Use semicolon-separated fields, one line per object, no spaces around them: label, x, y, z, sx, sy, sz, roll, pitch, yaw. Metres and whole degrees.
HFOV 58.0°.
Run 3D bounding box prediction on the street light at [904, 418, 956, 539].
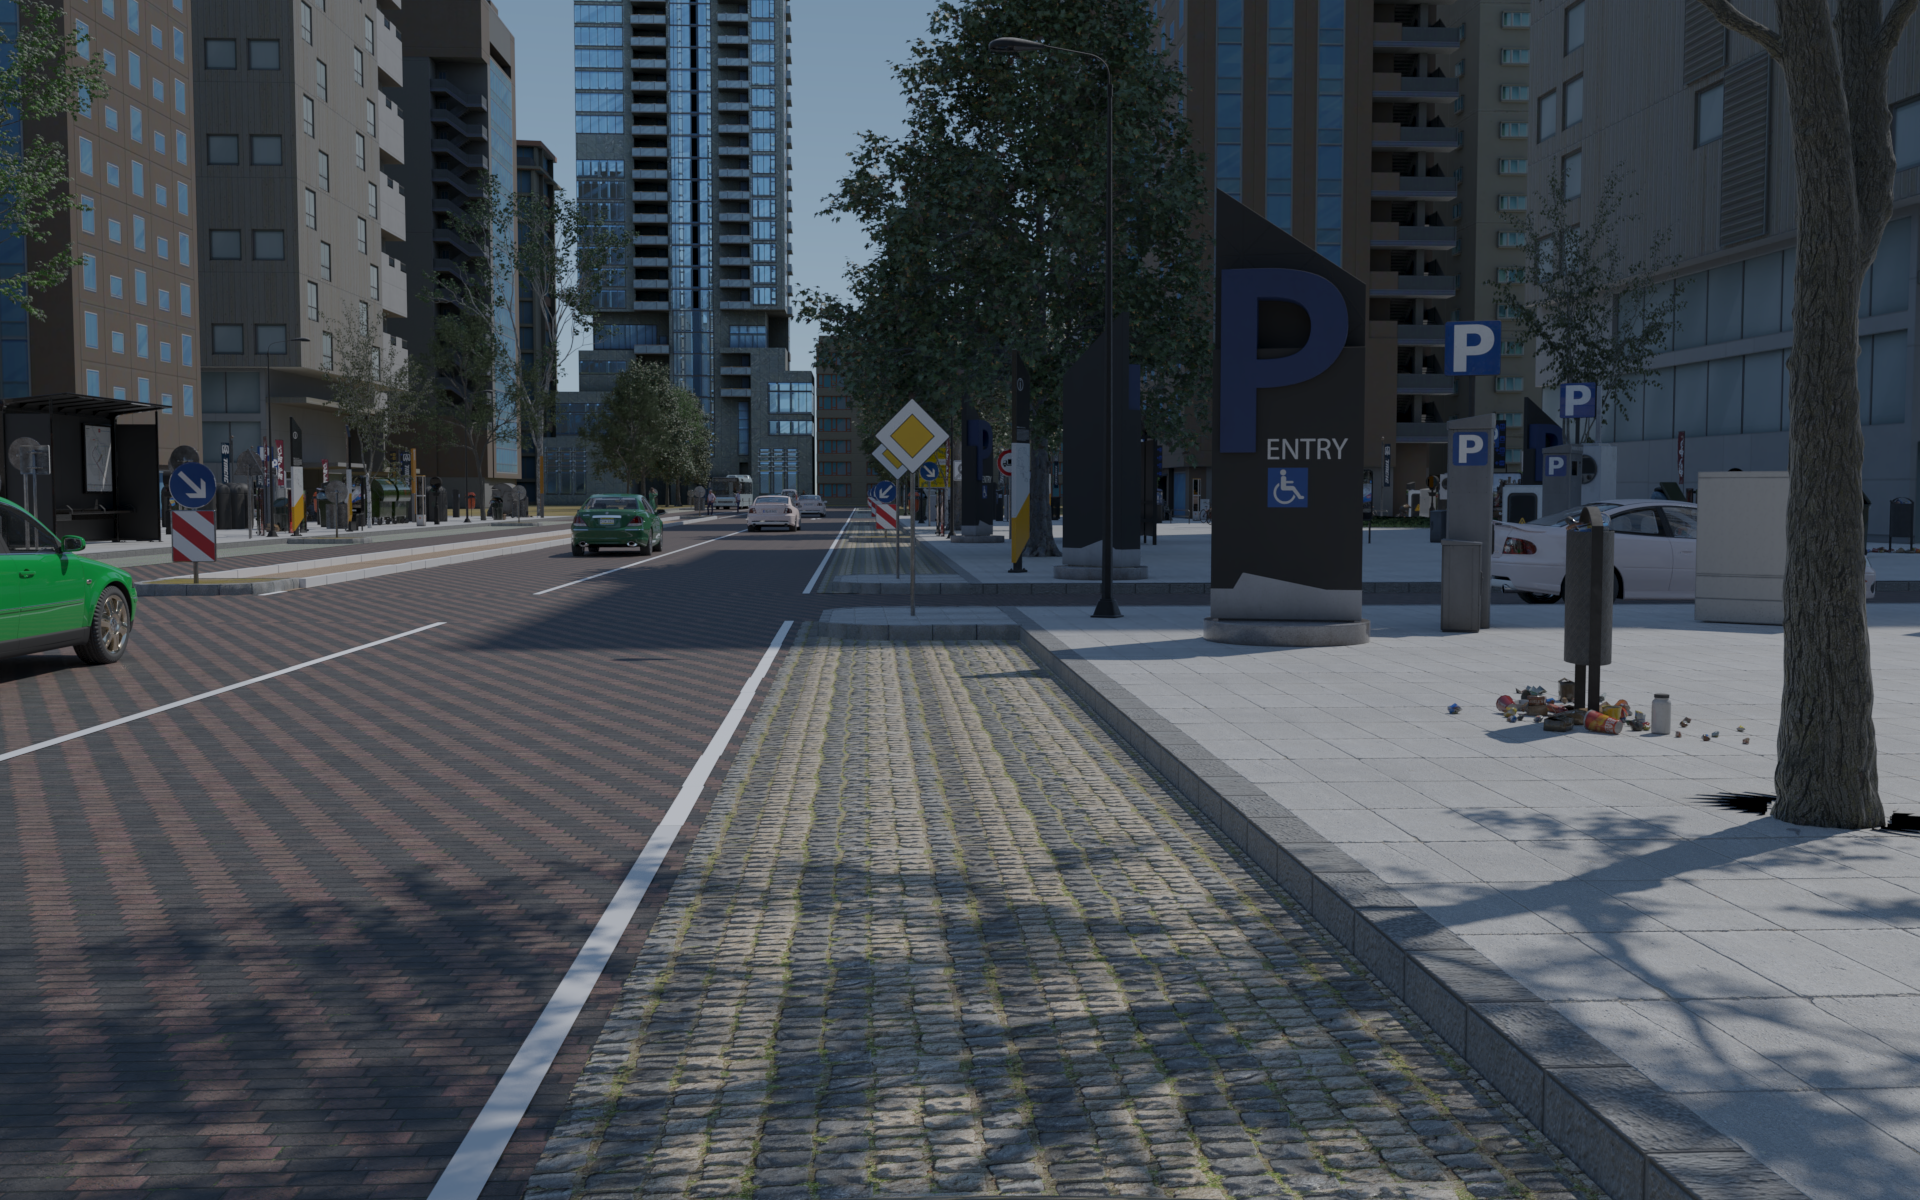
street light;-0.772;-4.711;49.564;1.470;5.913;1.316;0;4;-3

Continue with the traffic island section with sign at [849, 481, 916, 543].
traffic island section with sign;-2.324;-2.628;51.601;1.989;1.847;2.006;0;4;-3

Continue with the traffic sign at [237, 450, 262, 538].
traffic sign;-20.663;-3.074;50.373;0.768;2.556;0.104;0;4;5

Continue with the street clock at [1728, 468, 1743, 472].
street clock;21.479;-2.658;48.025;0.471;2.002;0.358;2;4;30

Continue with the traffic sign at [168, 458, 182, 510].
traffic sign;-23.793;-3.225;52.828;0.768;2.556;0.104;0;4;6

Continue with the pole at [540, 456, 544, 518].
pole;-22.438;-6.060;92.916;0.158;3.312;0.155;0;3;0

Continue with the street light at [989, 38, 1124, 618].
street light;0.992;-2.771;17.841;1.470;5.913;1.316;0;4;-3

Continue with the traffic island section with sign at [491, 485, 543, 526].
traffic island section with sign;-19.695;-4.192;77.159;1.989;1.847;2.006;0;4;-3

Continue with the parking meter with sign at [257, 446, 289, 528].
parking meter with sign;-25.434;-4.144;64.012;0.543;3.016;1.738;-1;4;-8

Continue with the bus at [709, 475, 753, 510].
bus;-21.485;-10.303;163.308;2.948;3.499;13.247;0;4;-1

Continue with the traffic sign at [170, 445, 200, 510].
traffic sign;-20.215;-2.757;45.180;0.768;2.556;0.104;0;4;0

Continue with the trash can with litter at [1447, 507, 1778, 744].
trash can with litter;3.695;0.062;10.038;1.678;1.210;2.233;1;4;12

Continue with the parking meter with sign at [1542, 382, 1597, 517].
parking meter with sign;9.209;-1.853;26.563;0.543;3.016;1.738;3;4;36

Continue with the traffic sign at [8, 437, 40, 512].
traffic sign;-20.935;-2.368;38.821;0.768;2.556;0.104;0;4;-2

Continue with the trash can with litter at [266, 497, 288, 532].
trash can with litter;-23.022;-2.884;58.541;0.624;1.170;1.055;0;4;6

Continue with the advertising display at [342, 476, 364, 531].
advertising display;-21.184;-3.381;60.486;0.974;1.923;0.123;2;4;31

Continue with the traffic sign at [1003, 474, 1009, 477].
traffic sign;1.537;-3.172;51.965;0.768;2.556;0.104;0;4;2

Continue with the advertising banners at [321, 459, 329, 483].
advertising banners;-31.397;-5.557;87.050;0.090;3.025;2.074;1;4;18

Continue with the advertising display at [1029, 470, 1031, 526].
advertising display;1.886;-2.536;46.678;0.974;1.923;0.123;-3;4;-36

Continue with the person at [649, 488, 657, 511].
person;-17.462;-5.466;98.113;0.529;1.795;0.600;-3;4;-36

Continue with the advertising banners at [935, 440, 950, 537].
advertising banners;-0.526;-3.420;52.112;0.090;3.025;2.074;-1;4;-11

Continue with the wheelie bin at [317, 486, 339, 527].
wheelie bin;-24.389;-3.606;66.865;0.693;1.594;0.980;0;4;6

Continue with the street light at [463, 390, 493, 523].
street light;-21.526;-6.415;77.421;1.470;5.913;1.316;0;4;-3

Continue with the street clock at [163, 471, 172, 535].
street clock;-24.970;-3.062;54.640;0.358;2.002;0.471;-1;4;-14

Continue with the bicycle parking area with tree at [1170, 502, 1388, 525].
bicycle parking area with tree;13.479;-5.283;73.384;8.231;4.147;9.016;0;4;-6

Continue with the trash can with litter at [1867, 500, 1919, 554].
trash can with litter;20.429;-1.655;38.120;1.678;1.210;2.233;-2;4;-26

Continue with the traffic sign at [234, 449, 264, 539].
traffic sign;-20.329;-3.028;49.508;0.884;2.594;0.081;0;4;4

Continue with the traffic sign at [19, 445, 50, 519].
traffic sign;-19.356;-2.087;36.257;0.606;2.300;0.079;0;4;-2

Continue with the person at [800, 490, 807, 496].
person;-15.083;-9.695;167.044;1.348;1.821;0.705;1;4;23

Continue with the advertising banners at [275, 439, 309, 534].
advertising banners;-21.762;-3.683;56.407;0.090;3.025;2.074;0;4;6

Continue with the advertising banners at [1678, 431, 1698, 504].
advertising banners;19.971;-3.130;47.370;0.090;3.025;2.074;0;4;4

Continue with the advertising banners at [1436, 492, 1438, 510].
advertising banners;27.766;-6.548;103.246;2.074;3.025;0.090;-1;4;-20

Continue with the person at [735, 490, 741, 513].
person;-16.578;-7.370;129.930;0.436;1.711;0.756;2;4;26

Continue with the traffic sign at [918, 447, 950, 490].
traffic sign;-0.652;-4.913;74.199;2.265;3.308;0.079;0;4;1

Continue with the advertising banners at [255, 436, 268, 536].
advertising banners;-21.404;-3.479;53.076;0.090;3.025;2.074;-2;4;-31

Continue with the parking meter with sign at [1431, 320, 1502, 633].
parking meter with sign;4.915;-1.253;16.750;0.543;3.016;1.738;1;4;18

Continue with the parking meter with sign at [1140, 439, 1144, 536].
parking meter with sign;5.513;-3.507;53.604;0.543;3.016;1.738;1;4;9

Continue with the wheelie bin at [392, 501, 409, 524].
wheelie bin;-24.455;-4.137;75.553;0.980;1.594;0.693;3;5;39

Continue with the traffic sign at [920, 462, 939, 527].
traffic sign;-1.202;-4.156;68.057;0.768;2.556;0.104;0;4;2

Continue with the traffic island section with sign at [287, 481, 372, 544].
traffic island section with sign;-18.202;-2.545;50.245;1.989;1.847;2.006;0;4;-3

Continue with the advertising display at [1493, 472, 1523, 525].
advertising display;16.088;-2.808;51.120;0.974;1.923;0.123;2;4;28

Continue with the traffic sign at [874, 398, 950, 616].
traffic sign;-0.500;-0.890;18.194;0.795;2.450;0.064;0;4;-3

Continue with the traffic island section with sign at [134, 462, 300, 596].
traffic island section with sign;-10.971;-1.053;25.349;2.006;1.907;1.989;0;4;-3

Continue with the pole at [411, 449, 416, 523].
pole;-24.521;-5.133;77.773;0.158;3.312;0.155;0;3;0

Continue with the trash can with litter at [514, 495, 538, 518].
trash can with litter;-23.948;-5.117;94.720;1.678;1.210;2.233;0;4;0

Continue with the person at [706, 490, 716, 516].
person;-16.595;-6.464;115.121;0.436;1.711;0.756;-3;5;-42

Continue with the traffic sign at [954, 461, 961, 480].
traffic sign;0.108;-3.108;52.943;0.606;2.300;0.079;0;4;-2

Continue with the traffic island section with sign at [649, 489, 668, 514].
traffic island section with sign;-22.466;-7.238;126.973;1.989;1.847;2.006;0;4;-3

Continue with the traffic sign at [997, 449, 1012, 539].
traffic sign;1.431;-2.999;49.139;0.768;2.556;0.104;0;3;0

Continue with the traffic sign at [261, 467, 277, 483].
traffic sign;-26.389;-3.917;66.169;0.606;2.300;0.079;0;4;6

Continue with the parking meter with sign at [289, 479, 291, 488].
parking meter with sign;-32.991;-5.436;85.144;1.738;3.016;0.543;1;4;16

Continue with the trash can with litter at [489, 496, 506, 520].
trash can with litter;-22.747;-4.521;85.311;0.624;1.170;1.055;0;4;3

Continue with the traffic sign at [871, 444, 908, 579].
traffic sign;-0.943;-1.378;26.167;0.795;2.450;0.064;0;4;-3

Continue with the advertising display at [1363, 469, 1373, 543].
advertising display;10.222;-2.433;45.001;0.974;1.923;0.123;0;4;8

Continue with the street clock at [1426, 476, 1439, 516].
street clock;18.637;-3.901;68.349;0.471;2.002;0.358;3;5;41

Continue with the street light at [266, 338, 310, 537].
street light;-19.973;-4.830;51.517;1.470;5.913;1.316;0;4;-3

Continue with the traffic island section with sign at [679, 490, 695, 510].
traffic island section with sign;-24.015;-8.943;154.849;1.989;1.847;2.006;0;4;-3

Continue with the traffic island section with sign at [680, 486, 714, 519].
traffic island section with sign;-15.153;-5.641;100.371;2.006;1.907;1.989;0;4;-3

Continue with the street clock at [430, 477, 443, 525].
street clock;-21.893;-4.151;72.432;0.471;2.002;0.358;0;4;0
